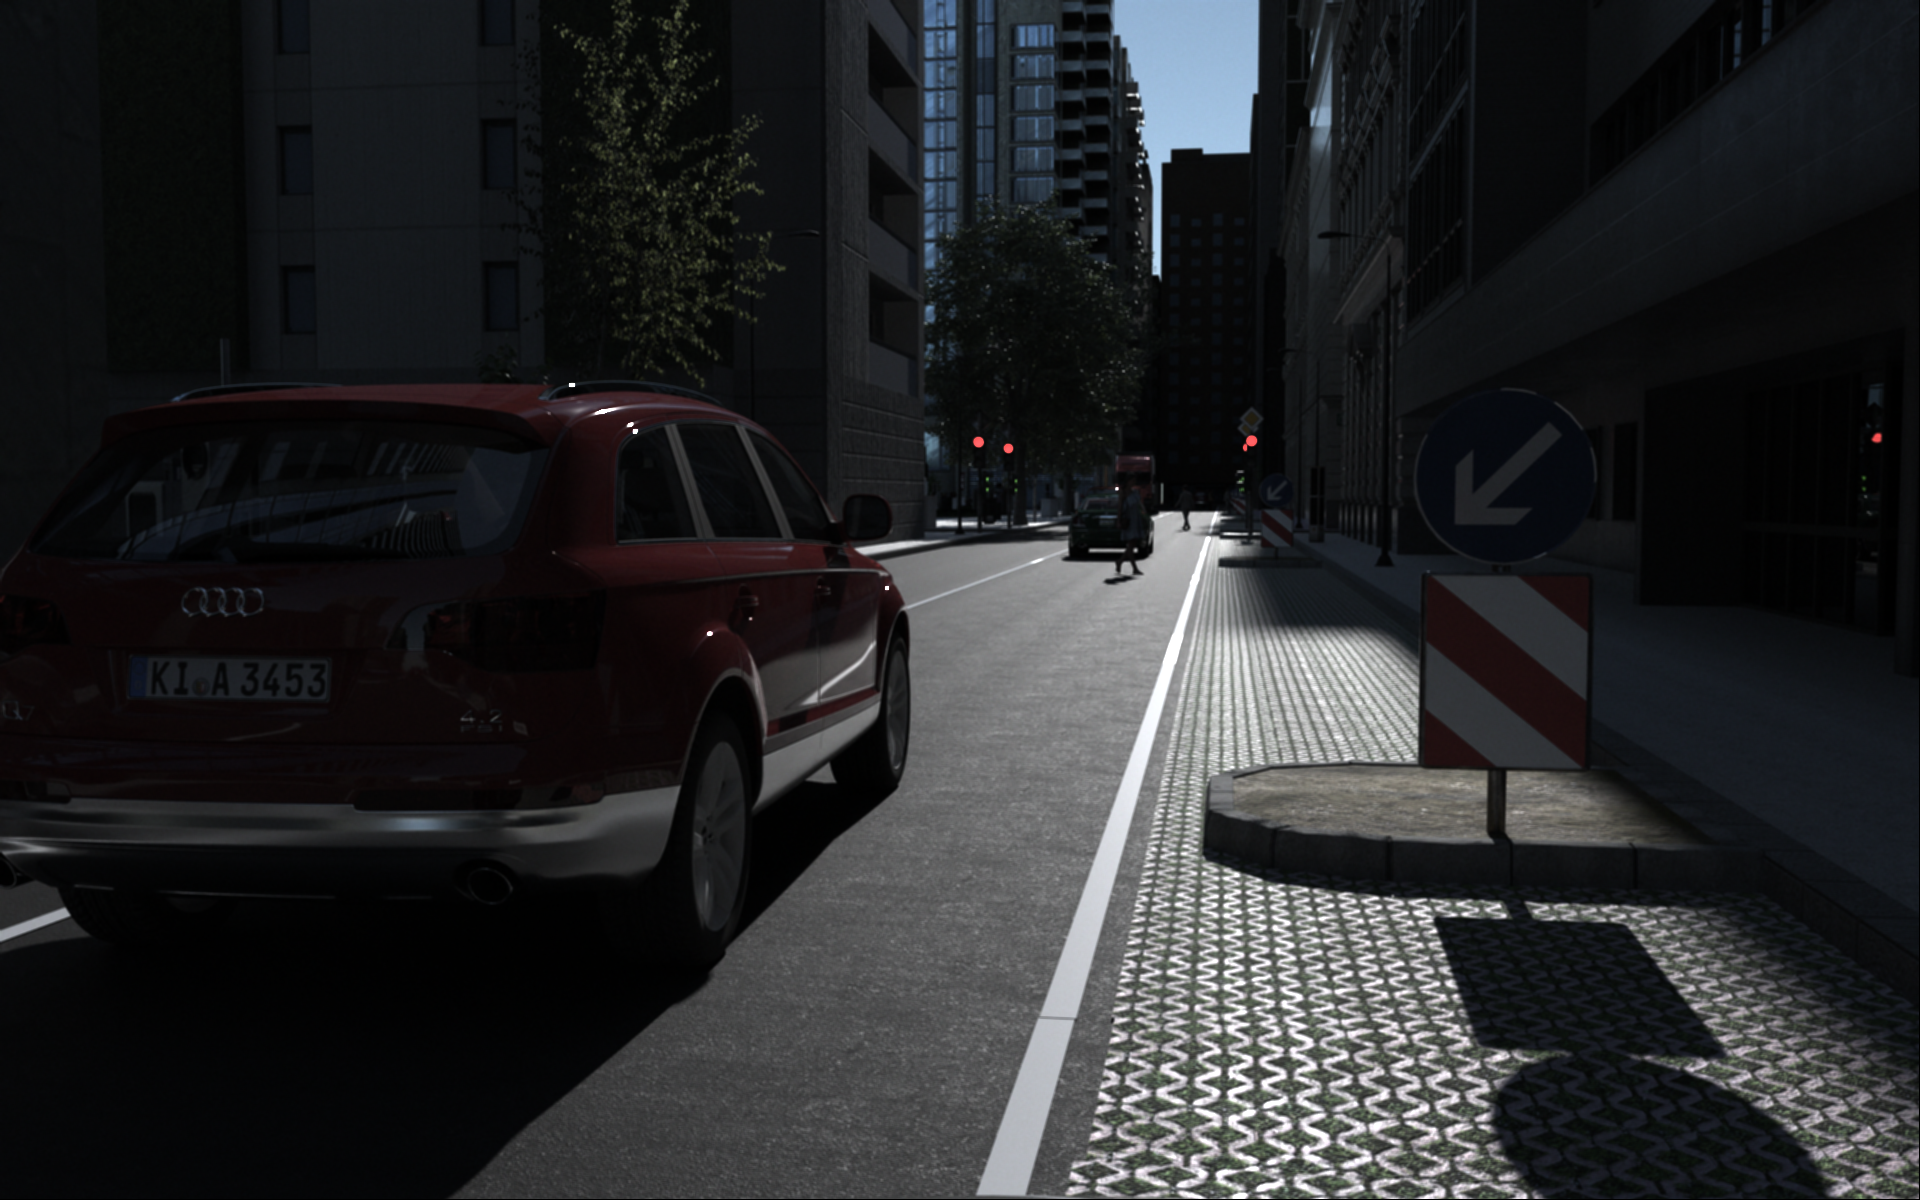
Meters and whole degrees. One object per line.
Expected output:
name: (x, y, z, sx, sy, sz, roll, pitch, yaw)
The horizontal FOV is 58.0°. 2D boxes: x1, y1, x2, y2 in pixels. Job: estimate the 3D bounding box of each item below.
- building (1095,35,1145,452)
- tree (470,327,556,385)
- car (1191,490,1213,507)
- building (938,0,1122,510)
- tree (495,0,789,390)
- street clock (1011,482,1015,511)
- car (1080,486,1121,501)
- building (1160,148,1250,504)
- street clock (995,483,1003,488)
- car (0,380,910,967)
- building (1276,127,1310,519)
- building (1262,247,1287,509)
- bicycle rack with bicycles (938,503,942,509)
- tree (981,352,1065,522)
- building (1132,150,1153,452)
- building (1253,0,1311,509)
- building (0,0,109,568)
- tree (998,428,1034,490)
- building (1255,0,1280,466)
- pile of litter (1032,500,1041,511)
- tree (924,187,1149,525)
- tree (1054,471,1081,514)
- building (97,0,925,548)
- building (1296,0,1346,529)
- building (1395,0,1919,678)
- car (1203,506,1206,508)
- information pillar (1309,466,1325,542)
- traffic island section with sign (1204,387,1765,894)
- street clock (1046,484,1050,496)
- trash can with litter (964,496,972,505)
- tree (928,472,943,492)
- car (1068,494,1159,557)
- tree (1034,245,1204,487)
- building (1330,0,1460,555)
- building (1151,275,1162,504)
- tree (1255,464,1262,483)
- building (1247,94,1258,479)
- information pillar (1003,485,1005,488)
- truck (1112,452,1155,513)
building: (8.228, -34.640, 185.978, 23.786, 49.044, 30.456, 1, 4, 9)
tree: (-5.333, -1.567, 20.222, 1.663, 3.219, 1.824, 0, 3, 0)
car: (23.587, -9.823, 169.280, 2.281, 1.827, 5.304, 1, 4, 8)
building: (3.750, -51.487, 154.490, 22.319, 86.520, 31.000, 1, 4, 9)
tree: (-4.848, -4.576, 25.183, 4.360, 8.622, 3.978, 0, 3, 0)
street clock: (2.734, -4.970, 85.834, 0.471, 2.002, 0.358, 0, 4, 2)
car: (7.207, -4.779, 86.806, 2.281, 1.827, 5.304, 1, 4, 10)
building: (33.685, -35.285, 227.026, 14.200, 45.320, 14.600, 1, 4, 9)
street clock: (2.567, -6.689, 113.933, 0.471, 2.002, 0.358, -3, 5, -41)
car: (-1.510, 0.108, 6.900, 2.281, 1.827, 5.304, 0, 4, 8)
building: (26.313, -16.787, 110.629, 11.583, 22.565, 21.152, 1, 4, 9)
building: (28.990, -18.299, 128.868, 12.332, 23.373, 15.834, 1, 4, 9)
bicycle rack with bicycles: (-2.302, -6.817, 124.837, 2.925, 0.926, 2.852, 1, 4, 11)
tree: (3.263, -7.888, 79.329, 4.737, 8.622, 4.395, 0, 3, 0)
building: (15.988, -32.087, 208.209, 14.086, 41.232, 14.154, 1, 4, 9)
building: (36.092, -43.549, 150.274, 20.563, 71.187, 20.611, 1, 4, 9)
building: (-19.648, -42.063, 0.395, 22.319, 86.520, 31.000, 1, 4, 9)
tree: (4.503, -10.294, 118.671, 4.360, 8.622, 3.978, 0, 3, 0)
building: (40.578, -38.695, 174.668, 21.231, 58.520, 28.212, 1, 4, 9)
pile of litter: (6.428, -7.360, 134.299, 1.719, 0.858, 1.176, 0, 4, 0)
tree: (2.387, -10.090, 71.621, 9.857, 13.997, 8.962, 0, 3, 0)
tree: (6.989, -7.121, 111.027, 1.663, 3.219, 1.824, 0, 3, 0)
building: (-15.549, -30.856, 46.499, 28.212, 58.520, 21.231, 1, 4, 9)
building: (35.746, -17.777, 67.076, 44.131, 29.872, 17.030, 1, 4, 9)
building: (13.595, -12.225, 18.942, 14.314, 24.678, 30.058, 1, 4, 9)
car: (24.553, -10.433, 179.380, 1.959, 1.807, 4.718, 1, 4, 10)
information pillar: (9.521, -2.549, 46.176, 0.304, 2.012, 0.304, 3, 5, 44)
traffic island section with sign: (2.038, 0.085, 7.241, 1.989, 1.847, 2.006, 1, 4, 9)
street clock: (6.149, -7.136, 121.236, 0.358, 2.002, 0.471, 1, 4, 9)
trash can with litter: (0.870, -7.525, 134.414, 1.055, 1.170, 0.624, -1, 4, -17)
tree: (-2.363, -8.879, 139.774, 1.663, 3.219, 1.824, 0, 3, 0)
car: (3.588, -1.770, 40.732, 2.131, 1.459, 4.920, 1, 4, 8)
tree: (11.639, -16.836, 131.161, 12.611, 20.169, 13.585, 0, 3, 0)
building: (15.367, -13.179, 44.355, 11.050, 23.489, 19.941, 1, 4, 9)
building: (19.686, -28.004, 229.566, 14.107, 30.474, 14.160, 1, 4, 9)
tree: (25.410, -9.594, 140.568, 4.285, 4.588, 4.351, 0, 3, 0)
building: (44.196, -35.221, 199.569, 21.300, 48.544, 21.600, 1, 4, 9)
information pillar: (3.271, -7.951, 134.492, 0.304, 2.012, 0.304, 3, 5, 45)
truck: (11.922, -7.884, 117.818, 2.839, 4.237, 11.283, 0, 4, 7)
